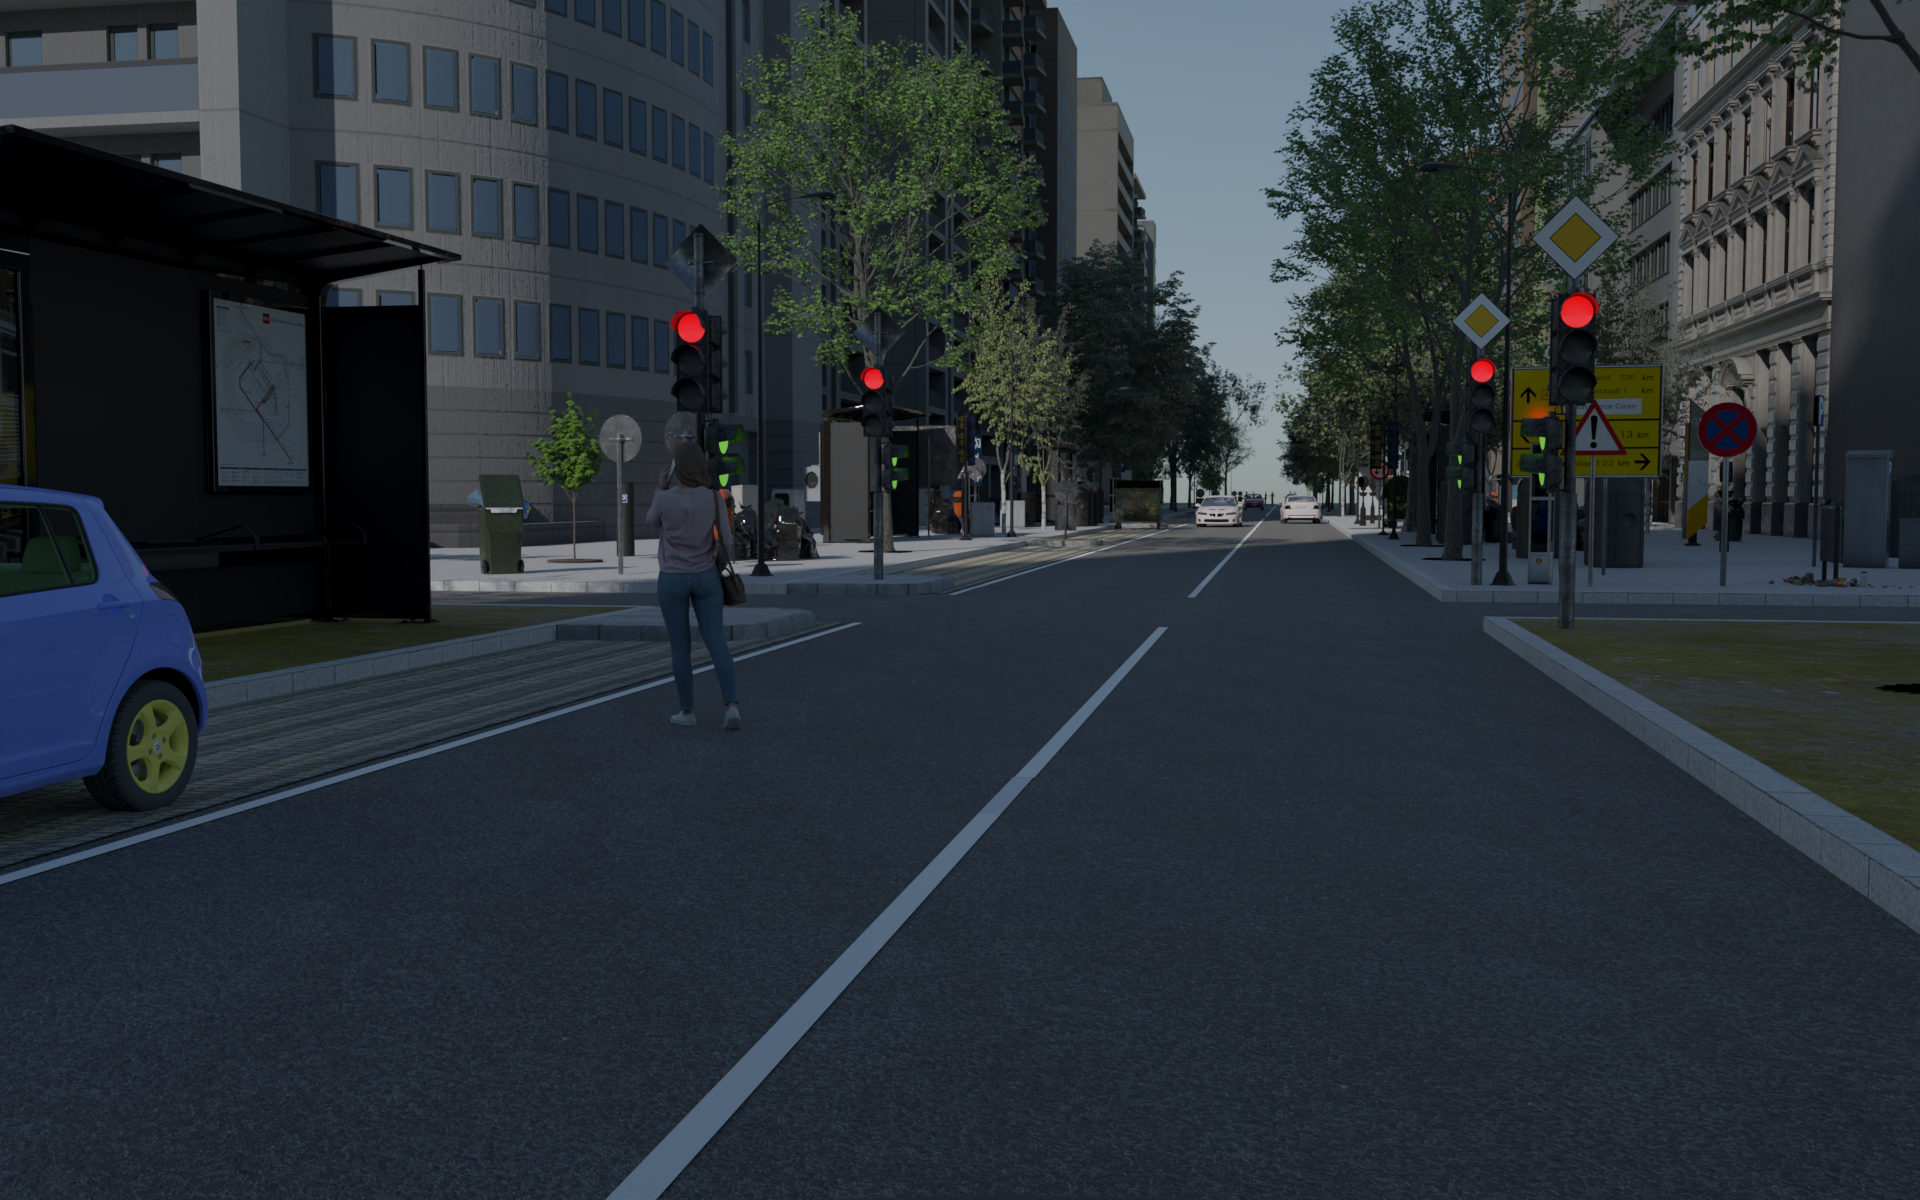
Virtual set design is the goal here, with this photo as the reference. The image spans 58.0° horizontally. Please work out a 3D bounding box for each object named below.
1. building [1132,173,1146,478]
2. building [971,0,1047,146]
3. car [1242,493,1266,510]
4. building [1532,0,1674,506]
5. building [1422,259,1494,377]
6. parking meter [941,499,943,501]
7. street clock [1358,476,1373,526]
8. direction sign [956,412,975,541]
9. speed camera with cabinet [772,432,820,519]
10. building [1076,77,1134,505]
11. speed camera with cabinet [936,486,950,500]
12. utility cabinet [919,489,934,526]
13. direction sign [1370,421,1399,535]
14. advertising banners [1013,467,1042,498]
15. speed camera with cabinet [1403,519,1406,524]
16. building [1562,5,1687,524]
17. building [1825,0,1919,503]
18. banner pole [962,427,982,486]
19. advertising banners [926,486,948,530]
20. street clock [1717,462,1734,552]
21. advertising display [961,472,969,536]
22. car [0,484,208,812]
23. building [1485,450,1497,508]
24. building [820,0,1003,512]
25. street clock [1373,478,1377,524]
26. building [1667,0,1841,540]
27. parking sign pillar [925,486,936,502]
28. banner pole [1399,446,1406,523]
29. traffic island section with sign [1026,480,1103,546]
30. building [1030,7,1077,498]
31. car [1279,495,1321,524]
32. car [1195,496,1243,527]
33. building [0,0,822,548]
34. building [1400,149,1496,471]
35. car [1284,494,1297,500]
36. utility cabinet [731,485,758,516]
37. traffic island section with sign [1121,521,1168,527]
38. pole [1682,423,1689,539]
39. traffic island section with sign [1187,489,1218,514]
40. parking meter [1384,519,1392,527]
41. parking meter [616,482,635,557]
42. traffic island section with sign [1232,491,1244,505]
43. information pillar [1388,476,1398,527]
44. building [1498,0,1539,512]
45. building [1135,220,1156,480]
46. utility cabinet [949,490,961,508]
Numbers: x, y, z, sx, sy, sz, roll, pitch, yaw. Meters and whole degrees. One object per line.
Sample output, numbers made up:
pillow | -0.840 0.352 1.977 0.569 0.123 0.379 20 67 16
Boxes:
building | 13.214 -35.339 232.424 22.147 44.769 28.867 1 4 11
building | -5.110 -29.619 138.901 22.147 44.769 28.867 1 4 11
car | 26.537 -9.014 156.412 2.155 1.783 4.494 1 4 9
building | 42.525 -25.869 106.546 14.154 41.232 14.086 1 4 11
building | 60.601 -26.287 201.491 14.160 30.474 14.107 1 4 11
parking meter | -1.108 -5.691 98.751 0.255 1.863 0.399 -1 4 -18
street clock | 16.244 -3.988 69.775 0.358 2.002 0.471 -1 4 -21
direction sign | 0.162 -3.419 47.898 0.379 3.537 0.876 2 4 35
speed camera with cabinet | -5.138 -3.761 55.825 2.038 3.252 0.660 2 4 35
building | 9.083 -35.672 206.934 21.300 48.544 21.600 1 4 11
speed camera with cabinet | -1.264 -5.543 84.969 0.660 3.252 2.038 -2 4 -32
utility cabinet | -1.368 -3.745 69.906 0.318 1.500 1.173 1 4 15
direction sign | 13.207 -3.789 53.943 0.876 3.537 0.379 1 4 8
advertising banners | 3.810 -6.257 98.483 2.074 3.025 0.090 -2 4 -25
speed camera with cabinet | 18.128 -4.552 68.753 0.660 3.252 2.038 2 4 27
building | 37.303 -15.956 79.940 14.314 24.678 30.058 1 4 11
building | 33.857 -14.900 37.117 24.014 27.812 14.314 1 4 11
banner pole | 0.434 -4.558 64.533 0.863 3.779 0.401 1 4 16
advertising banners | -0.786 -4.046 62.342 0.090 3.025 2.074 1 4 21
street clock | 17.068 -2.083 38.629 0.358 2.002 0.471 2 4 31
advertising display | 0.145 -2.741 50.030 0.123 1.923 0.974 0 4 -6
car | -4.678 0.176 6.710 1.945 1.707 3.694 1 4 11
building | 53.200 -50.651 140.821 22.319 86.520 31.000 1 4 11
building | -7.979 -41.300 113.507 20.563 71.187 20.611 1 4 11
street clock | 17.862 -4.305 74.951 0.358 2.002 0.471 1 4 21
building | 30.343 -13.869 55.643 11.050 23.489 19.941 1 4 11
parking sign pillar | -1.264 -5.225 73.899 1.447 3.967 1.447 0 4 -5
banner pole | 19.464 -5.287 76.463 0.401 3.779 0.863 -2 4 -29
traffic island section with sign | 2.952 -2.420 48.197 1.989 1.847 2.006 1 4 11
building | 2.991 -31.139 159.233 14.600 45.320 14.200 1 4 11
car | 16.674 -4.434 84.858 2.083 1.381 4.827 1 4 9
car | 11.442 -3.909 76.280 2.083 1.381 4.827 1 4 12
building | -18.145 -31.229 52.597 21.231 58.520 28.212 1 4 11
building | 67.278 -34.697 221.913 22.147 44.769 28.867 1 4 11
car | 43.719 -13.405 228.216 2.155 1.783 4.494 1 4 11
utility cabinet | -5.260 -2.081 42.705 0.318 1.500 1.173 1 4 18
traffic island section with sign | 8.005 -4.061 75.017 1.989 1.847 2.006 1 4 11
pole | 20.827 -3.409 49.582 0.158 3.312 0.155 0 3 0
traffic island section with sign | 17.312 -7.078 124.351 1.989 1.847 2.006 1 4 11
parking meter | 16.610 -3.753 67.080 0.255 1.863 0.399 3 5 43
parking meter | -6.890 -1.667 35.659 0.372 1.533 0.369 0 3 0
traffic island section with sign | 37.611 -13.660 231.961 1.989 1.847 2.006 1 4 11
information pillar | 17.100 -3.911 68.434 0.304 2.012 0.304 3 5 43
building | 45.247 -28.756 120.274 14.600 45.320 14.200 1 4 11
building | 20.973 -34.819 252.887 14.154 41.232 14.086 1 4 11
utility cabinet | -0.239 -5.708 102.003 1.173 1.500 0.318 0 4 -3
